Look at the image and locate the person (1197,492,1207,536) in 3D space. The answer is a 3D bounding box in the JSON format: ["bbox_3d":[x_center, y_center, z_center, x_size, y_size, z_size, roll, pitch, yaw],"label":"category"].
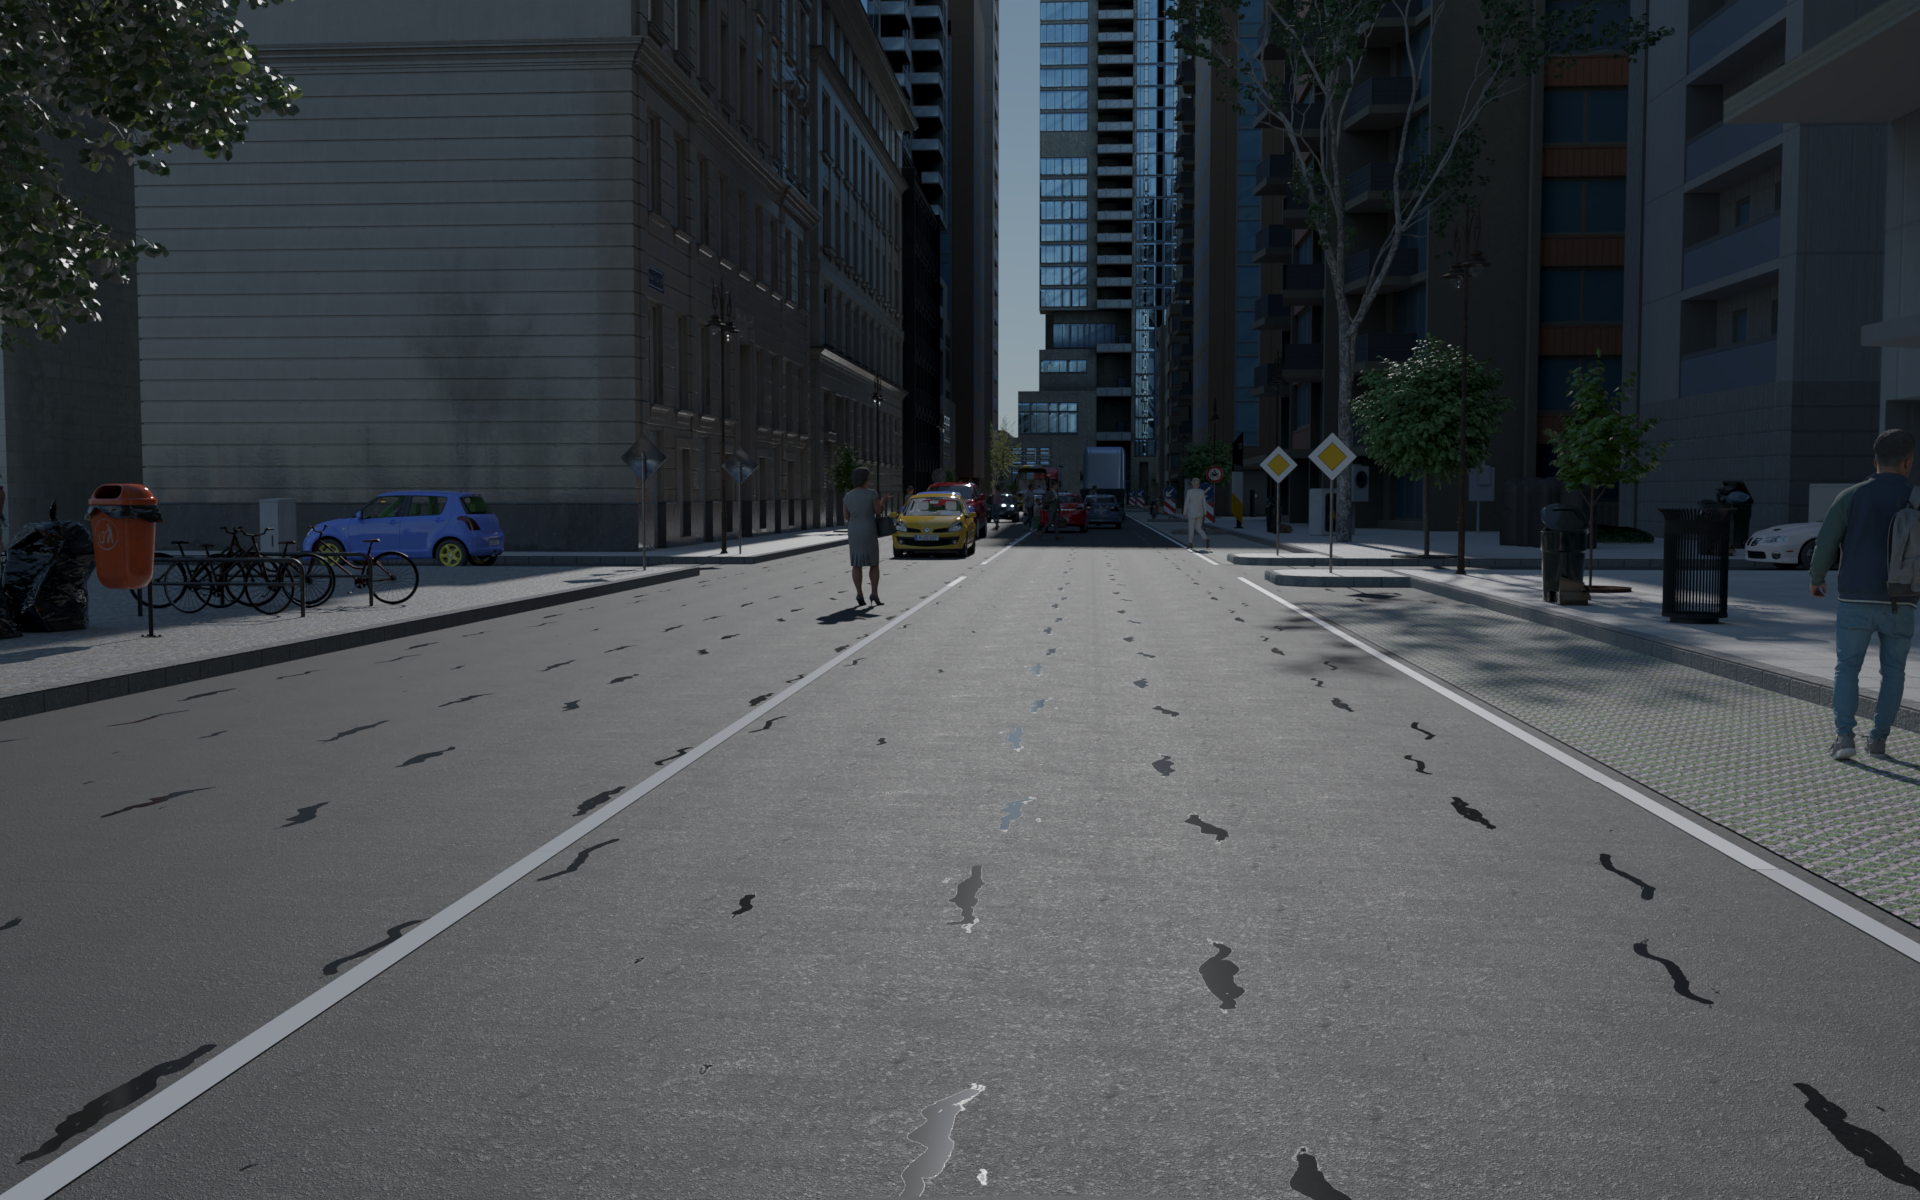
[{"bbox_3d":[8.155,-2.913,58.725,0.503,1.515,0.523,2,4,31],"label":"person"}]

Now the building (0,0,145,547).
[{"bbox_3d":[-29.482,-11.596,44.349,16.860,20.320,10.420,0,4,4],"label":"building"}]

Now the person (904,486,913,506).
[{"bbox_3d":[-1.704,-3.056,59.471,0.522,1.701,0.512,-3,5,-44],"label":"person"}]

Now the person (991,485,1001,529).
[{"bbox_3d":[1.484,-3.849,71.440,0.388,1.821,0.555,-2,4,-35],"label":"person"}]

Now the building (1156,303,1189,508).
[{"bbox_3d":[33.829,-19.902,170.438,27.650,21.520,28.899,0,4,4],"label":"building"}]

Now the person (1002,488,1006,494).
[{"bbox_3d":[2.842,-6.130,109.005,0.850,1.792,0.678,0,4,3],"label":"person"}]

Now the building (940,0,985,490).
[{"bbox_3d":[-5.204,-30.634,150.977,14.600,45.320,14.200,0,4,4],"label":"building"}]

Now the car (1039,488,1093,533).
[{"bbox_3d":[3.937,-3.456,65.552,2.155,1.783,4.494,0,4,6],"label":"car"}]

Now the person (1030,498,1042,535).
[{"bbox_3d":[2.652,-2.911,60.346,0.590,1.304,0.306,-3,4,-39],"label":"person"}]

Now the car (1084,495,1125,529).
[{"bbox_3d":[5.916,-3.715,72.744,2.014,1.417,4.499,0,4,6],"label":"car"}]

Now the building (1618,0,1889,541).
[{"bbox_3d":[34.105,-30.649,43.104,28.212,58.520,21.231,0,4,4],"label":"building"}]

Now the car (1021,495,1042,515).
[{"bbox_3d":[5.246,-6.480,118.317,2.083,1.381,4.827,0,4,3],"label":"car"}]

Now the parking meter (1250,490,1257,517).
[{"bbox_3d":[16.302,-5.374,96.276,0.372,1.533,0.369,0,3,0],"label":"parking meter"}]

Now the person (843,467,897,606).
[{"bbox_3d":[-1.130,-0.823,22.314,0.716,1.782,0.532,1,4,20],"label":"person"}]

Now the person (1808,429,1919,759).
[{"bbox_3d":[4.959,-0.030,9.341,0.623,1.781,0.721,1,4,12],"label":"person"}]

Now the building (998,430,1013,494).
[{"bbox_3d":[-7.725,-37.992,210.401,27.495,52.752,28.713,0,4,4],"label":"building"}]

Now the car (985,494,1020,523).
[{"bbox_3d":[2.087,-4.764,87.681,2.009,1.686,4.222,0,4,5],"label":"car"}]

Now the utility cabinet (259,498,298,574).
[{"bbox_3d":[-10.710,-0.981,27.196,0.306,1.237,1.020,-3,4,-37],"label":"utility cabinet"}]

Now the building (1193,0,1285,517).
[{"bbox_3d":[21.308,-27.677,102.631,14.600,45.320,14.200,0,4,4],"label":"building"}]

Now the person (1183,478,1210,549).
[{"bbox_3d":[6.105,-2.216,44.608,0.514,1.842,0.818,-2,4,-34],"label":"person"}]

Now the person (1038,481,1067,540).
[{"bbox_3d":[2.896,-2.801,54.255,0.822,1.834,0.622,2,4,31],"label":"person"}]

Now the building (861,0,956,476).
[{"bbox_3d":[-11.076,-49.813,127.120,22.319,86.520,31.000,0,4,4],"label":"building"}]

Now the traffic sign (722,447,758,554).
[{"bbox_3d":[-4.690,-2.036,36.930,0.795,2.450,0.064,0,4,4],"label":"traffic sign"}]

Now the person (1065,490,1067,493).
[{"bbox_3d":[8.719,-8.160,142.696,1.217,1.735,0.721,0,4,7],"label":"person"}]

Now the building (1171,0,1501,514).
[{"bbox_3d":[28.706,-29.713,140.436,22.147,44.769,28.867,0,4,4],"label":"building"}]

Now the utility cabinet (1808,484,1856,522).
[{"bbox_3d":[18.734,-1.724,36.871,1.173,1.500,0.318,2,4,34],"label":"utility cabinet"}]

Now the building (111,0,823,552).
[{"bbox_3d":[-11.825,-15.455,49.945,12.463,27.353,25.104,0,4,4],"label":"building"}]

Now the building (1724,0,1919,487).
[{"bbox_3d":[23.482,-25.775,10.660,28.713,52.752,27.495,0,4,4],"label":"building"}]

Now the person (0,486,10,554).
[{"bbox_3d":[-18.643,-1.527,33.435,0.580,1.828,0.573,3,4,36],"label":"person"}]

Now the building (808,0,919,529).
[{"bbox_3d":[-11.322,-14.953,77.766,16.112,22.955,30.059,0,4,4],"label":"building"}]

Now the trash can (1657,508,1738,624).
[{"bbox_3d":[7.330,-0.343,17.256,0.748,1.137,0.748,0,3,0],"label":"trash can"}]

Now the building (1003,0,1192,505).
[{"bbox_3d":[21.211,-54.522,204.112,31.000,86.520,22.319,0,4,4],"label":"building"}]

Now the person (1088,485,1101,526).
[{"bbox_3d":[5.994,-4.261,78.268,0.850,1.850,0.679,2,4,27],"label":"person"}]

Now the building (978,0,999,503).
[{"bbox_3d":[-10.273,-38.806,176.471,28.212,58.520,21.231,0,4,4],"label":"building"}]

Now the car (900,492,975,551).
[{"bbox_3d":[-0.561,-2.163,44.951,1.945,1.707,3.694,0,4,4],"label":"car"}]

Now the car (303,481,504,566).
[{"bbox_3d":[-10.676,-1.443,33.181,3.694,1.707,1.945,0,4,6],"label":"car"}]

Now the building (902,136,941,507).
[{"bbox_3d":[-7.945,-16.562,100.469,12.332,23.373,15.834,0,4,4],"label":"building"}]

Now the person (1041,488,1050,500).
[{"bbox_3d":[5.762,-6.443,113.775,1.348,1.831,0.705,-2,4,-32],"label":"person"}]

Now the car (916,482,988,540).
[{"bbox_3d":[-0.260,-2.911,56.271,2.281,1.827,5.304,0,4,6],"label":"car"}]

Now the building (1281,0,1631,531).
[{"bbox_3d":[23.816,-25.479,71.213,22.147,44.769,28.867,0,4,4],"label":"building"}]

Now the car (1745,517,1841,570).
[{"bbox_3d":[17.263,-1.222,32.346,4.827,1.381,2.083,0,4,6],"label":"car"}]

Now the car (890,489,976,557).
[{"bbox_3d":[-0.580,-1.856,40.569,2.015,1.641,3.980,0,4,5],"label":"car"}]

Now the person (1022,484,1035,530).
[{"bbox_3d":[2.740,-3.744,69.563,0.795,1.843,0.661,3,5,39],"label":"person"}]
